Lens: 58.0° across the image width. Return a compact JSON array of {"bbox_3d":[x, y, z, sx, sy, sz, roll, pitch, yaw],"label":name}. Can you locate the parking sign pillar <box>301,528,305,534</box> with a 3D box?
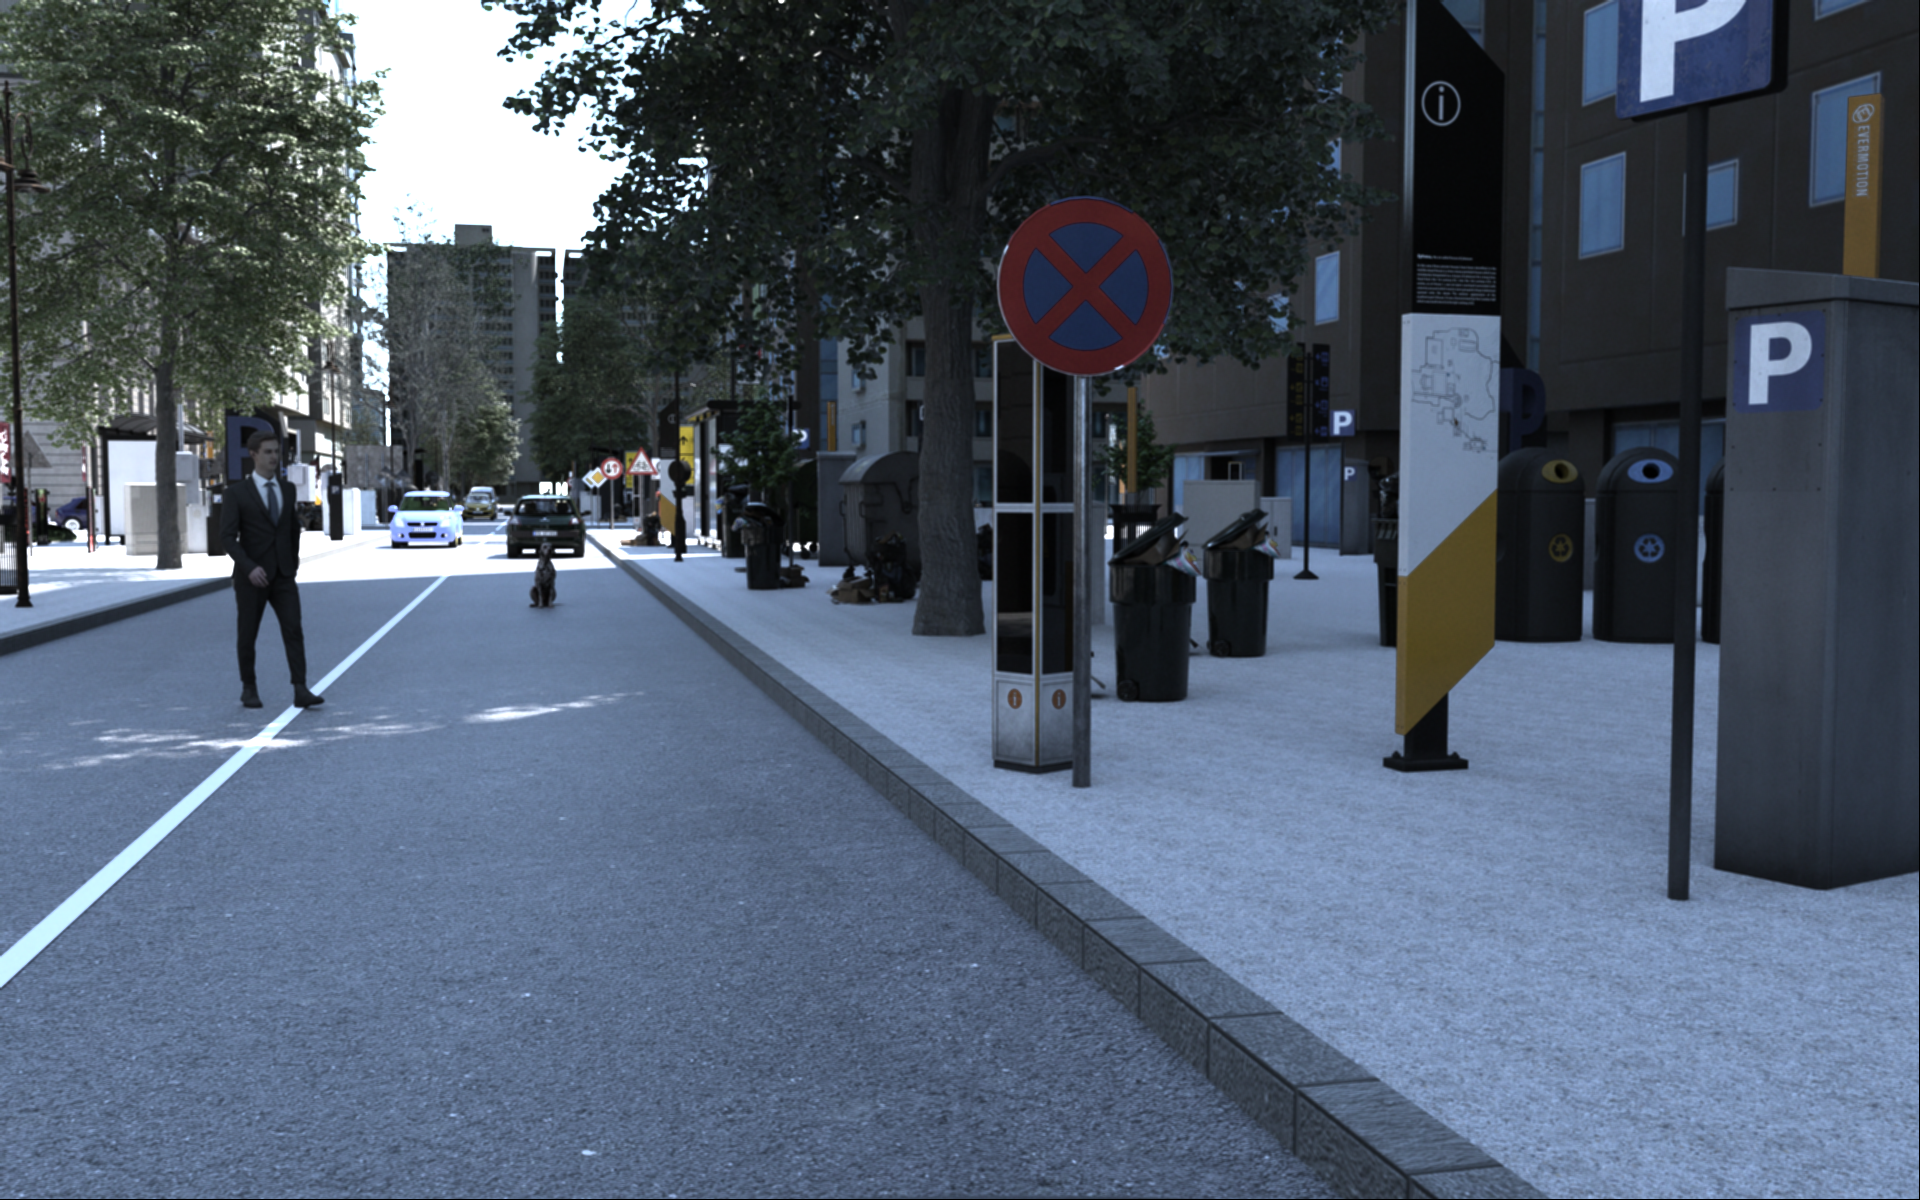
[{"bbox_3d":[-21.952,-4.125,55.922,1.447,3.967,1.447,-2,4,-28],"label":"parking sign pillar"}]

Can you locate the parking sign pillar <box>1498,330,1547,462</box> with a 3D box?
[{"bbox_3d":[8.701,-2.366,27.151,1.447,3.967,1.447,-3,5,-44],"label":"parking sign pillar"}]

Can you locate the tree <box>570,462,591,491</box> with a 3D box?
[{"bbox_3d":[-22.317,-6.596,102.442,1.663,3.219,1.824,0,3,0],"label":"tree"}]

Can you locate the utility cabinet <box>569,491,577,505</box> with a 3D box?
[{"bbox_3d":[-28.317,-7.305,128.108,1.173,1.500,0.318,2,4,24],"label":"utility cabinet"}]

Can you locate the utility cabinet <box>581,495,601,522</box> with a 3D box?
[{"bbox_3d":[-17.107,-4.230,80.326,1.020,1.237,0.306,2,4,34],"label":"utility cabinet"}]

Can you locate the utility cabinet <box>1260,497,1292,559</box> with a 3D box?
[{"bbox_3d":[6.013,-1.408,34.190,1.020,1.237,0.306,0,4,-1],"label":"utility cabinet"}]

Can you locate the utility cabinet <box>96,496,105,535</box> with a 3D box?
[{"bbox_3d":[-26.864,-2.625,54.076,1.020,1.237,0.306,3,5,40],"label":"utility cabinet"}]

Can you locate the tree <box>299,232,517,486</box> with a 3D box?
[{"bbox_3d":[-25.727,-10.439,81.052,12.009,13.543,11.850,0,3,0],"label":"tree"}]

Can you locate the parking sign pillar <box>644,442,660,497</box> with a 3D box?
[{"bbox_3d":[-14.237,-5.646,80.780,1.447,3.967,1.447,-2,4,-25],"label":"parking sign pillar"}]

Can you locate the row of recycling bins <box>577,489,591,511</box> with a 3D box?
[{"bbox_3d":[-22.857,-6.269,109.614,1.069,1.692,3.534,2,4,29],"label":"row of recycling bins"}]

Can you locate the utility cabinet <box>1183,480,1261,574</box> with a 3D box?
[{"bbox_3d":[4.126,-1.139,27.303,1.173,1.500,0.318,2,4,28],"label":"utility cabinet"}]

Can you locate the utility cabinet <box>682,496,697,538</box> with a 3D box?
[{"bbox_3d":[-7.706,-2.401,50.425,1.020,1.237,0.306,2,4,25],"label":"utility cabinet"}]

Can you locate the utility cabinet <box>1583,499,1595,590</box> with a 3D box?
[{"bbox_3d":[8.408,-0.743,23.308,1.020,1.237,0.306,-2,4,-35],"label":"utility cabinet"}]

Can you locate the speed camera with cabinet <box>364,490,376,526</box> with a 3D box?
[{"bbox_3d":[-24.479,-4.586,69.315,2.038,3.252,0.660,-3,5,-44],"label":"speed camera with cabinet"}]

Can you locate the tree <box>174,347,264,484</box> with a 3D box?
[{"bbox_3d":[-37.187,-8.348,86.846,4.737,8.622,4.395,0,3,0],"label":"tree"}]

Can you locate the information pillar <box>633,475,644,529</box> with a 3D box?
[{"bbox_3d":[-11.678,-3.572,62.900,0.304,2.012,0.304,1,4,17],"label":"information pillar"}]

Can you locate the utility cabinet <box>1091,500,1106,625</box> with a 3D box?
[{"bbox_3d":[0.902,-0.355,16.965,1.020,1.237,0.306,-1,4,-18],"label":"utility cabinet"}]

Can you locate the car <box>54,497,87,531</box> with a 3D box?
[{"bbox_3d":[-30.444,-3.059,62.601,3.894,1.354,1.945,-1,4,-12],"label":"car"}]

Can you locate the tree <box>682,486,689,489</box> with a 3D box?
[{"bbox_3d":[-18.569,-7.764,110.661,4.285,4.588,4.351,0,3,0],"label":"tree"}]

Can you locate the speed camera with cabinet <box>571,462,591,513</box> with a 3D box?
[{"bbox_3d":[-21.710,-6.457,99.906,0.660,3.252,2.038,-3,4,-39],"label":"speed camera with cabinet"}]

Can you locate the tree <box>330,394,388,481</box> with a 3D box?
[{"bbox_3d":[-42.523,-10.534,122.587,4.360,8.622,3.978,0,3,0],"label":"tree"}]

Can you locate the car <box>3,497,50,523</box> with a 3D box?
[{"bbox_3d":[-35.001,-3.040,62.283,3.894,1.354,1.945,-1,4,-16],"label":"car"}]

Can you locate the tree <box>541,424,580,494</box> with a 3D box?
[{"bbox_3d":[-43.826,-16.198,190.591,9.928,11.665,9.643,0,3,0],"label":"tree"}]

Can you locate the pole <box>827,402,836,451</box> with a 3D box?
[{"bbox_3d":[-2.836,-2.722,38.340,0.158,3.312,0.155,0,3,0],"label":"pole"}]

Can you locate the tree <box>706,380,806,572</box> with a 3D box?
[{"bbox_3d":[-3.365,-2.083,28.654,1.663,3.219,1.824,0,3,0],"label":"tree"}]

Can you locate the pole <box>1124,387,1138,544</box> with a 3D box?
[{"bbox_3d":[3.295,-2.404,33.153,0.158,3.312,0.155,0,3,0],"label":"pole"}]

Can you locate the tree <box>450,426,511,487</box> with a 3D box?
[{"bbox_3d":[-55.576,-16.205,199.367,8.767,10.594,7.601,1,4,12],"label":"tree"}]

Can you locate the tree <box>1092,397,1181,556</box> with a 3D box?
[{"bbox_3d":[3.669,-2.444,34.562,1.663,3.219,1.824,0,3,0],"label":"tree"}]

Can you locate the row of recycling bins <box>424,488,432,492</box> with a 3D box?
[{"bbox_3d":[-34.815,-6.333,110.661,1.069,1.692,3.534,-3,5,-44],"label":"row of recycling bins"}]

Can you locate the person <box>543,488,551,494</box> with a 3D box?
[{"bbox_3d":[-24.186,-5.671,101.406,0.592,1.802,0.473,1,4,9],"label":"person"}]

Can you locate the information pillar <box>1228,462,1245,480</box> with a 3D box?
[{"bbox_3d":[6.336,-2.154,39.702,0.304,2.012,0.304,2,4,26],"label":"information pillar"}]

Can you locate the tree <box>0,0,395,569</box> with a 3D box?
[{"bbox_3d":[-13.186,-6.806,29.412,7.486,12.596,7.792,0,3,0],"label":"tree"}]

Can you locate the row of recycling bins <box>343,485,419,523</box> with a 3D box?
[{"bbox_3d":[-25.569,-4.217,76.056,3.534,1.692,1.069,-1,4,-18],"label":"row of recycling bins"}]

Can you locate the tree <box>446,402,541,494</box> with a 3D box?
[{"bbox_3d":[-50.427,-15.450,178.361,9.928,11.665,9.643,0,3,0],"label":"tree"}]

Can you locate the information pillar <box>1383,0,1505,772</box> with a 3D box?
[{"bbox_3d":[2.259,-1.020,8.026,0.504,3.616,0.183,-1,4,-16],"label":"information pillar"}]

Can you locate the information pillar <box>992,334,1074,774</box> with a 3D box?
[{"bbox_3d":[0.358,-0.218,8.058,0.304,2.012,0.304,-3,5,-43],"label":"information pillar"}]

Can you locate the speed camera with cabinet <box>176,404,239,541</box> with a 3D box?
[{"bbox_3d":[-16.732,-2.713,38.697,2.038,3.252,0.660,-3,5,-43],"label":"speed camera with cabinet"}]

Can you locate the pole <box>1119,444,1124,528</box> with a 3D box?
[{"bbox_3d":[6.091,-4.356,65.059,0.158,3.312,0.155,0,3,0],"label":"pole"}]

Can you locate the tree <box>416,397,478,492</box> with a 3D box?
[{"bbox_3d":[-37.425,-10.716,125.575,4.360,8.622,3.978,0,3,0],"label":"tree"}]

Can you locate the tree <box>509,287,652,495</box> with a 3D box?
[{"bbox_3d":[-20.298,-10.775,94.305,7.486,12.596,7.792,0,3,0],"label":"tree"}]

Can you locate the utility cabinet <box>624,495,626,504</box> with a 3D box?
[{"bbox_3d":[-20.372,-5.690,104.196,1.020,1.237,0.306,-3,5,-43],"label":"utility cabinet"}]

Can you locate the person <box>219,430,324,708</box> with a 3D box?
[{"bbox_3d":[-4.579,-0.201,11.562,0.755,1.850,0.659,3,5,40],"label":"person"}]

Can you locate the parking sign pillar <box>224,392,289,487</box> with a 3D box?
[{"bbox_3d":[-17.713,-3.362,43.444,1.447,3.967,1.447,-1,4,-18],"label":"parking sign pillar"}]

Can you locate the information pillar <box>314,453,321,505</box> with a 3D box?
[{"bbox_3d":[-36.906,-6.614,99.497,0.183,3.616,0.504,1,4,12],"label":"information pillar"}]

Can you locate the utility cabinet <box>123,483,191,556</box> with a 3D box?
[{"bbox_3d":[-16.522,-1.647,35.604,0.318,1.500,1.173,3,4,37],"label":"utility cabinet"}]

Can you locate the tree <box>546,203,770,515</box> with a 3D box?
[{"bbox_3d":[-9.536,-7.380,55.084,7.601,10.594,8.767,-1,4,-15],"label":"tree"}]

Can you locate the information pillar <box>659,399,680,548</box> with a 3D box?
[{"bbox_3d":[-6.892,-3.051,41.244,0.504,3.616,0.183,0,4,4],"label":"information pillar"}]

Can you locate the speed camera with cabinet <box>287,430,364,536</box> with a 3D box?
[{"bbox_3d":[-19.601,-3.611,53.374,2.038,3.252,0.660,0,4,1],"label":"speed camera with cabinet"}]

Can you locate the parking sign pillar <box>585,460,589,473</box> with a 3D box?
[{"bbox_3d":[-27.194,-8.469,126.934,1.447,3.967,1.447,-1,4,-22],"label":"parking sign pillar"}]

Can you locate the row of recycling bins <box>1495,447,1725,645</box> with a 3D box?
[{"bbox_3d":[6.368,-0.484,15.030,3.534,1.692,1.069,1,4,14],"label":"row of recycling bins"}]

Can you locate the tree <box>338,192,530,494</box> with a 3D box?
[{"bbox_3d":[-34.632,-15.641,111.623,12.611,20.169,13.585,0,3,0],"label":"tree"}]

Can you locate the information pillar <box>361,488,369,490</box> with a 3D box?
[{"bbox_3d":[-25.267,-4.228,73.615,0.304,2.012,0.304,-1,4,-22],"label":"information pillar"}]

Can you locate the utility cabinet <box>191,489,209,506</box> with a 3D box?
[{"bbox_3d":[-33.604,-4.178,76.988,1.173,1.500,0.318,-3,5,-41],"label":"utility cabinet"}]

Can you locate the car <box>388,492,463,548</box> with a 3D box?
[{"bbox_3d":[-14.479,-2.293,47.075,1.945,1.707,3.694,-1,4,-13],"label":"car"}]

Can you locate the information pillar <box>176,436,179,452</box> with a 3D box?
[{"bbox_3d":[-25.030,-3.896,55.060,0.183,3.616,0.504,2,4,29],"label":"information pillar"}]

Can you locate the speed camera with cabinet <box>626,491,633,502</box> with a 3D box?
[{"bbox_3d":[-18.890,-6.542,101.291,0.660,3.252,2.038,-2,4,-32],"label":"speed camera with cabinet"}]

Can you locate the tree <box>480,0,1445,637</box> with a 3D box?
[{"bbox_3d":[0.009,-6.659,15.529,9.857,13.997,8.962,0,3,0],"label":"tree"}]

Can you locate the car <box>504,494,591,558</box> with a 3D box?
[{"bbox_3d":[-9.606,-1.866,40.300,2.009,1.686,4.222,-1,4,-12],"label":"car"}]

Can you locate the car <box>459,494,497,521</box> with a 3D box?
[{"bbox_3d":[-26.397,-5.176,94.853,2.015,1.641,3.980,-1,4,-15],"label":"car"}]

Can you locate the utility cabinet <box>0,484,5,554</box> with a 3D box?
[{"bbox_3d":[-20.872,-1.735,37.045,1.173,1.500,0.318,3,5,40],"label":"utility cabinet"}]
